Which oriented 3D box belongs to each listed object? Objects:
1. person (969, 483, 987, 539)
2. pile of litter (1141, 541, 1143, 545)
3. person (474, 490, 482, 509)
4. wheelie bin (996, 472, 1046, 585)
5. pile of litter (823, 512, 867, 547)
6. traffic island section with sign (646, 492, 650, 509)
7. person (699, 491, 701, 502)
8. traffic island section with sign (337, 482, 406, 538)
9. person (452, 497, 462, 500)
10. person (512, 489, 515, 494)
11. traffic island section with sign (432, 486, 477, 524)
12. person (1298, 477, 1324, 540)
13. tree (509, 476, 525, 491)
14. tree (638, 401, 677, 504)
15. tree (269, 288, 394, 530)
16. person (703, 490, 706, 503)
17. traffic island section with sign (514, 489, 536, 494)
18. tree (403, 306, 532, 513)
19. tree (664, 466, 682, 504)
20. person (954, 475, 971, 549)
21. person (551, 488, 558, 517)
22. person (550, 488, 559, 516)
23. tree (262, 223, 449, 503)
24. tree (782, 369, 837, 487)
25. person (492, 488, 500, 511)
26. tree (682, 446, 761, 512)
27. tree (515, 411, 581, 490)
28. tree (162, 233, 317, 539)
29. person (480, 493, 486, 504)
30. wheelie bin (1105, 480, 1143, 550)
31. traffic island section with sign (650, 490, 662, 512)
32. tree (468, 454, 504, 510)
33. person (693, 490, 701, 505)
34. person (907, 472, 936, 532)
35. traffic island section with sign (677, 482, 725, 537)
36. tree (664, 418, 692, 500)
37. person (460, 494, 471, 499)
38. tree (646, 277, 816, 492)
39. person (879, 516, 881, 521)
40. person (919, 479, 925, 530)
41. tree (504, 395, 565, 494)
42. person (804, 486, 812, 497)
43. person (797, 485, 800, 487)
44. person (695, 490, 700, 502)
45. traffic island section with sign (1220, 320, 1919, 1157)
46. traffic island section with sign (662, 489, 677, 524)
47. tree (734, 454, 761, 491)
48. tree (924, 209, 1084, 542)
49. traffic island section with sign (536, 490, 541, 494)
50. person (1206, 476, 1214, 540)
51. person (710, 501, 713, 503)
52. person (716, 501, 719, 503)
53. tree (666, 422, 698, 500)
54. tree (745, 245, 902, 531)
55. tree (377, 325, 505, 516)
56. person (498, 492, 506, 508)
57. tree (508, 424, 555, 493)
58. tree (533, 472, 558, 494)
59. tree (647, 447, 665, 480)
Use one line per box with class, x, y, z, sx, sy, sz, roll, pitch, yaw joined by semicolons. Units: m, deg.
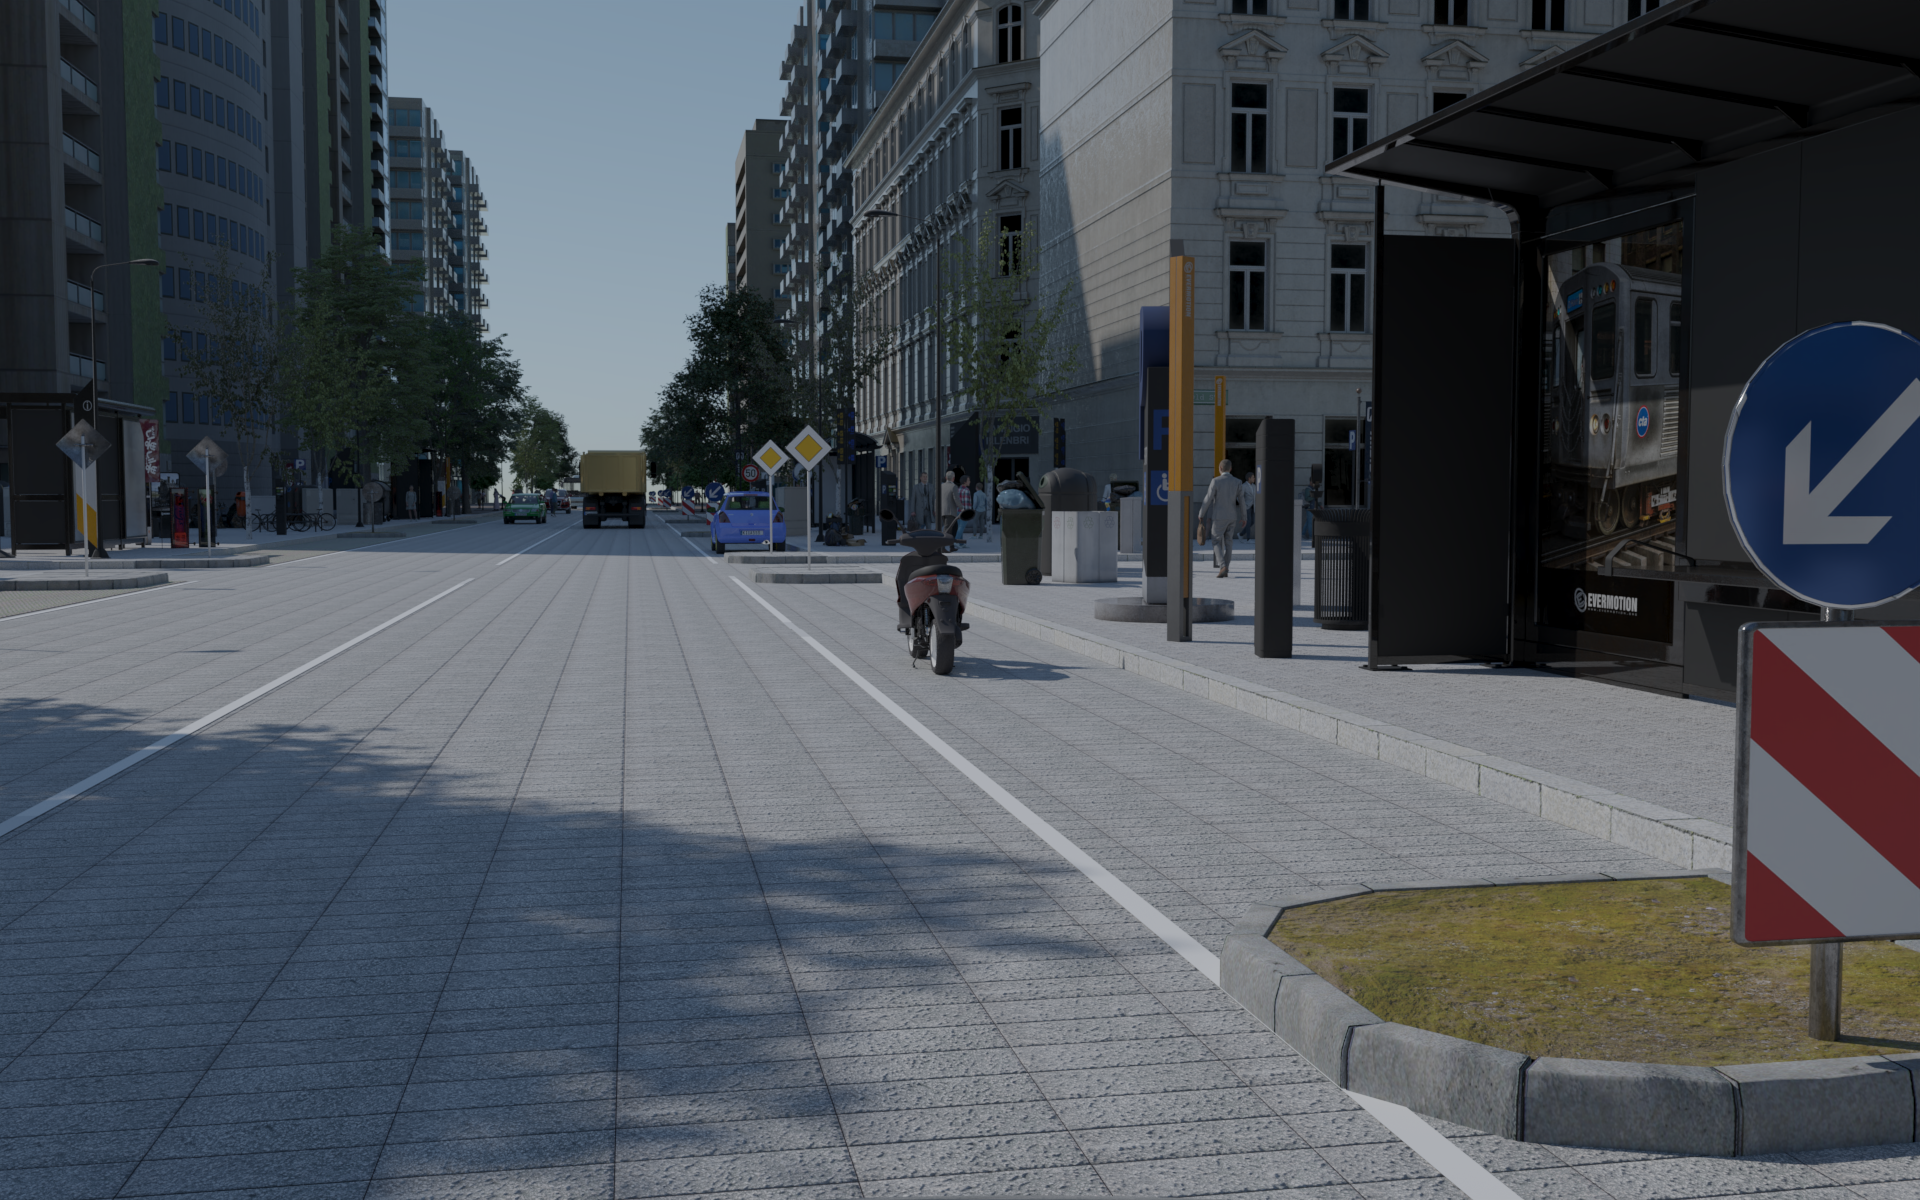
person;0.552;-2.556;49.652;0.589;1.601;0.330;-2;4;-33
pile of litter;5.119;-1.768;42.879;1.176;0.858;1.719;-1;4;-11
person;-41.986;-8.871;151.089;0.705;1.824;1.348;-3;5;-41
wheelie bin;0.853;-1.020;24.585;0.693;1.594;0.980;0;4;-1
pile of litter;-2.889;-1.782;43.101;1.176;0.858;1.719;0;4;8
traffic island section with sign;-28.020;-9.359;161.646;1.989;1.847;2.006;-1;4;-11
person;-40.065;-15.797;265.131;0.742;1.727;0.445;-1;4;-18
traffic island section with sign;-19.380;-2.968;57.148;1.989;1.847;2.006;-1;4;-11
person;-46.334;-9.354;159.535;0.990;1.755;0.434;0;4;6
person;-42.803;-9.717;165.639;0.721;1.743;1.217;0;4;-5
traffic island section with sign;-24.452;-4.598;83.799;1.989;1.847;2.006;-1;4;-11
person;9.714;-2.543;47.967;0.721;1.781;0.623;1;4;9
tree;-45.520;-11.255;178.621;1.663;3.219;1.824;0;3;0
tree;-37.248;-19.311;222.396;9.857;13.997;8.962;0;3;0
tree;-22.901;-6.847;62.305;4.737;8.622;4.395;0;3;0
person;-37.771;-15.332;256.349;1.348;1.869;0.705;0;4;-4
traffic island section with sign;-33.758;-7.594;132.793;1.989;1.847;2.006;-1;4;-11
tree;-33.380;-12.851;116.771;9.857;13.997;8.962;0;3;0
tree;-18.975;-8.805;127.677;4.285;4.588;4.351;0;3;0
person;0.039;-2.080;40.892;0.643;1.720;0.563;-2;4;-29
person;-25.368;-6.085;108.332;0.444;1.785;0.601;-1;4;-14
person;-26.264;-6.353;112.243;0.599;1.838;0.709;-2;4;-33
tree;-25.441;-9.500;73.449;7.486;12.596;7.792;0;3;0
tree;-9.009;-9.325;102.824;4.737;8.622;4.395;0;3;0
person;-35.706;-7.735;133.176;0.621;1.740;0.551;-2;4;-24
tree;-13.143;-7.213;101.653;4.285;4.588;4.351;0;3;0
tree;-55.094;-19.292;232.436;9.611;12.733;9.660;0;3;0
tree;-20.096;-6.014;48.684;4.360;8.622;3.978;0;3;0
person;-57.531;-12.333;208.619;0.756;1.711;0.436;0;4;7
wheelie bin;3.789;-1.940;39.631;0.980;1.594;0.693;1;4;11
traffic island section with sign;-22.986;-7.737;135.130;1.989;1.847;2.006;-1;4;-11
tree;-38.009;-9.408;137.529;4.285;4.588;4.351;0;3;0
person;-29.767;-11.609;196.400;0.990;1.755;0.434;0;4;7
person;-0.883;-2.164;41.533;0.694;1.812;0.767;-1;4;-19
traffic island section with sign;-8.380;-3.035;58.256;1.989;1.847;2.006;-1;4;-11
tree;-23.447;-12.144;148.910;4.737;8.622;4.395;0;3;0
person;-34.621;-6.999;121.415;0.756;1.711;0.436;1;4;13
tree;-11.824;-10.695;91.864;9.611;12.733;9.660;0;3;0
person;-3.329;-4.557;80.512;0.822;1.834;0.622;1;4;10
person;-1.141;-2.987;54.885;0.555;1.821;0.388;1;4;21
tree;-48.747;-17.127;198.157;7.486;12.596;7.792;0;3;0
person;-7.252;-4.580;81.095;0.661;1.801;0.590;0;4;7
person;-7.354;-4.459;78.861;0.656;1.842;0.836;-2;4;-26
person;-33.903;-13.189;222.205;1.217;1.766;0.721;1;4;15
traffic island section with sign;1.808;0.239;4.728;1.989;1.847;2.006;-1;4;-11
traffic island section with sign;-13.503;-4.683;85.189;1.989;1.847;2.006;-1;4;-11
tree;-10.431;-5.454;83.769;1.663;3.219;1.824;0;3;0
tree;1.002;-5.845;45.935;4.737;8.622;4.395;0;3;0
traffic island section with sign;-38.855;-9.234;159.604;1.989;1.847;2.006;-1;4;-11
person;6.821;-2.464;46.678;0.374;1.781;0.599;-2;4;-35
person;-31.484;-12.984;218.994;0.551;1.740;0.621;-2;4;-24
person;-36.266;-15.442;258.604;1.350;1.814;0.705;1;4;18
tree;-27.733;-13.596;172.663;4.360;8.622;3.978;0;3;0
tree;-3.805;-6.144;50.813;4.360;8.622;3.978;0;3;0
tree;-31.103;-10.838;102.956;9.928;11.665;9.643;0;3;0
person;-38.327;-8.281;144.634;0.628;1.438;0.799;3;5;42
tree;-45.571;-14.250;183.354;4.737;8.622;4.395;0;3;0
tree;-51.904;-14.239;216.528;4.285;4.588;4.351;0;3;0
tree;-44.336;-19.959;260.742;7.601;10.594;8.767;-1;4;-21
